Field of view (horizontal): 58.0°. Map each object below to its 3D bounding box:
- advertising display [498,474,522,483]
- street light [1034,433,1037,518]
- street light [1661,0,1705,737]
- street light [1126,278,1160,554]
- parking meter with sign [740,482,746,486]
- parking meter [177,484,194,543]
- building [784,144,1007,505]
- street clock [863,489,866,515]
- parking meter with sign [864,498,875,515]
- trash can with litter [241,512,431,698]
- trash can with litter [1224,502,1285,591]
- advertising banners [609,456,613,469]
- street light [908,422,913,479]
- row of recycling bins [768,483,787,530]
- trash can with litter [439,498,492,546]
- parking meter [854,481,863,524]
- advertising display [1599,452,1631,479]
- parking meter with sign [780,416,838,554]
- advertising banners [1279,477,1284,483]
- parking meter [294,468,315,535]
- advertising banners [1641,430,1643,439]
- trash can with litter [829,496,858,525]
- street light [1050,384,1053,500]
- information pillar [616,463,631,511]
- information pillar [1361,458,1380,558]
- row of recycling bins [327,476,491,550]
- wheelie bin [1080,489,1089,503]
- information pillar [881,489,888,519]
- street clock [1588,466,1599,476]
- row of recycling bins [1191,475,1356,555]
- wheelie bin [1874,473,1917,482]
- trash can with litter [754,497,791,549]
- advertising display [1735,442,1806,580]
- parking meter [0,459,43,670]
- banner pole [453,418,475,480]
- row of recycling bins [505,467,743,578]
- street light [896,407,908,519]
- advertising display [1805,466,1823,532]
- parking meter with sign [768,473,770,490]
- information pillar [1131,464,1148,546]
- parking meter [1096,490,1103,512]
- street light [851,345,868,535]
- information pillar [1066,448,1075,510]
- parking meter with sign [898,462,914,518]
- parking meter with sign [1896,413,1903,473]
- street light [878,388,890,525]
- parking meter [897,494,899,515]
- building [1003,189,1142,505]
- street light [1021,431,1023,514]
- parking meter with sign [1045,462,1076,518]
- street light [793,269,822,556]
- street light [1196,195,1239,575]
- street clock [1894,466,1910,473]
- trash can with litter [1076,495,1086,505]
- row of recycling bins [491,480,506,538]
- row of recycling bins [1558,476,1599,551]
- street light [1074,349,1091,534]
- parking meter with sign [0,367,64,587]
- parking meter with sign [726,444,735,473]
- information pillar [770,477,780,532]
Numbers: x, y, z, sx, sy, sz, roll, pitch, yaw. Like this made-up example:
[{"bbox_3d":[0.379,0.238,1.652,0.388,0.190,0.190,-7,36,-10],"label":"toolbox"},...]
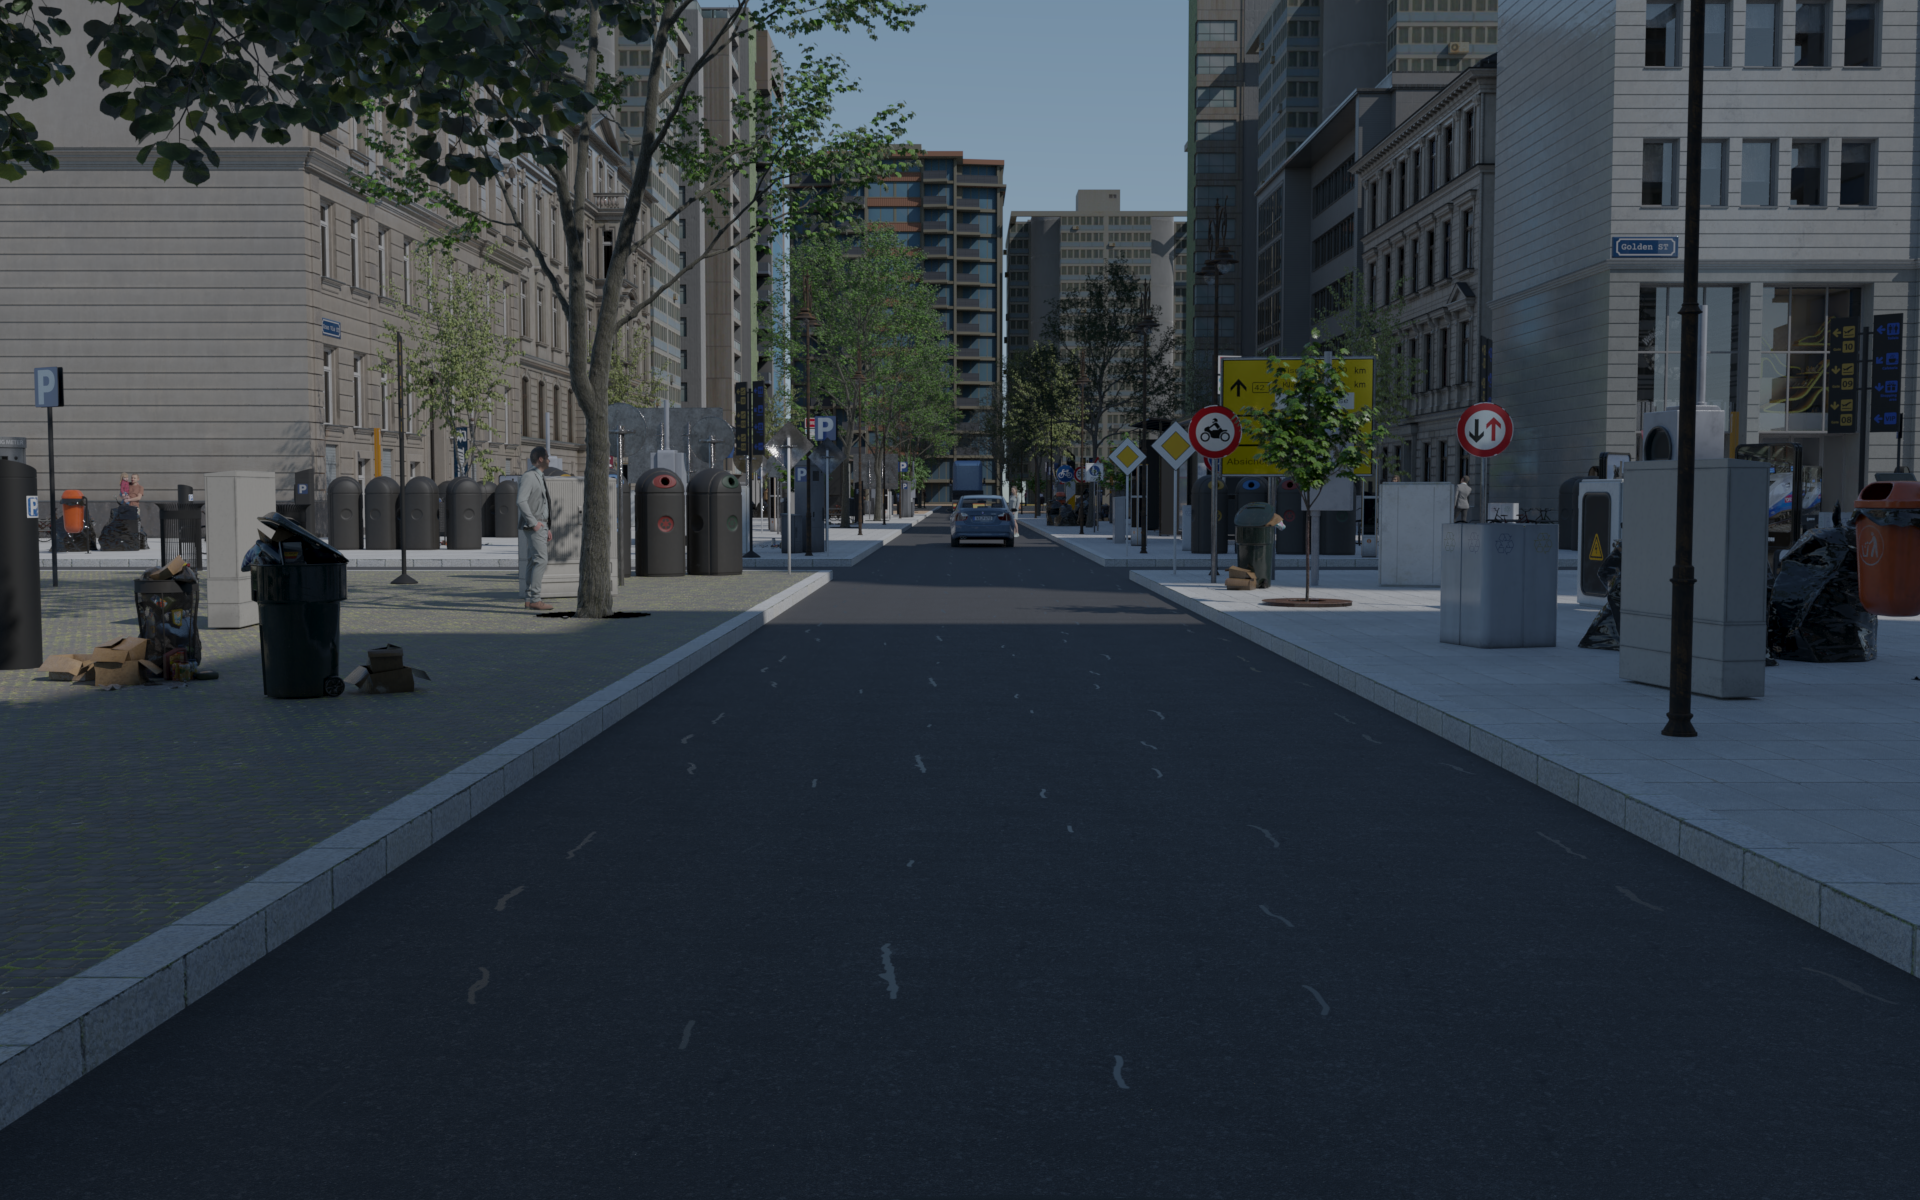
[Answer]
[{"bbox_3d":[-14.814,-3.179,57.184,0.974,1.923,0.123,2,4,27],"label":"advertising display"},{"bbox_3d":[3.990,-7.240,91.155,0.468,5.910,1.993,0,3,0],"label":"street light"},{"bbox_3d":[3.829,-2.217,9.041,0.468,5.910,1.993,0,3,0],"label":"street light"},{"bbox_3d":[3.969,-3.943,37.256,0.468,5.910,1.993,0,3,0],"label":"street light"},{"bbox_3d":[-13.775,-6.832,107.967,1.738,3.016,0.543,-2,4,-34],"label":"parking meter with sign"},{"bbox_3d":[-20.394,-2.276,45.629,0.372,1.533,0.369,0,3,0],"label":"parking meter"},{"bbox_3d":[-8.747,-34.547,219.464,28.867,44.769,22.147,0,3,0],"label":"building"},{"bbox_3d":[-5.865,-6.132,104.826,0.471,2.002,0.358,1,4,20],"label":"street clock"},{"bbox_3d":[-5.259,-6.885,108.827,1.738,3.016,0.543,-3,5,-40],"label":"parking meter with sign"},{"bbox_3d":[-4.017,0.014,11.155,1.055,1.170,0.624,-2,4,-35],"label":"trash can with litter"},{"bbox_3d":[3.962,-0.734,23.384,0.624,1.170,1.055,2,4,25],"label":"trash can with litter"},{"bbox_3d":[-8.348,-2.497,37.019,2.074,3.025,0.090,-1,4,-12],"label":"advertising banners"},{"bbox_3d":[-3.115,-8.289,108.317,0.468,5.910,1.993,0,3,0],"label":"street light"},{"bbox_3d":[-5.978,-3.299,61.045,1.069,1.692,3.534,-1,4,-22],"label":"row of recycling bins"},{"bbox_3d":[-12.677,-1.965,43.184,2.233,1.210,1.678,-2,4,-35],"label":"trash can with litter"},{"bbox_3d":[-4.412,-4.259,75.350,0.399,1.863,0.255,0,4,6],"label":"parking meter"},{"bbox_3d":[10.128,-1.321,26.817,0.123,1.923,0.974,3,5,42],"label":"advertising display"},{"bbox_3d":[-3.333,-2.555,38.032,0.543,3.016,1.738,2,4,24],"label":"parking meter with sign"},{"bbox_3d":[12.226,-3.983,61.311,2.074,3.025,0.090,1,4,10],"label":"advertising banners"},{"bbox_3d":[-14.930,-2.064,39.454,0.399,1.863,0.255,0,4,0],"label":"parking meter"},{"bbox_3d":[19.368,-3.140,47.520,2.074,3.025,0.090,-2,4,-28],"label":"advertising banners"},{"bbox_3d":[-4.970,-3.759,72.511,2.233,1.210,1.678,-3,5,-41],"label":"trash can with litter"},{"bbox_3d":[3.857,-6.141,73.189,0.468,5.910,1.993,0,3,0],"label":"street light"},{"bbox_3d":[-8.003,-2.248,41.253,0.304,2.012,0.304,0,4,-4],"label":"information pillar"},{"bbox_3d":[8.286,-1.864,34.967,0.304,2.012,0.304,1,4,20],"label":"information pillar"},{"bbox_3d":[-12.793,-2.005,39.894,3.534,1.692,1.069,0,4,-1],"label":"row of recycling bins"},{"bbox_3d":[7.291,-5.551,98.667,0.693,1.594,0.980,3,4,36],"label":"wheelie bin"},{"bbox_3d":[-3.948,-5.272,90.689,0.304,2.012,0.304,-2,4,-25],"label":"information pillar"},{"bbox_3d":[16.346,-2.439,44.446,0.358,2.002,0.471,-1,4,-17],"label":"street clock"},{"bbox_3d":[6.678,-1.830,37.041,3.534,1.692,1.069,1,4,18],"label":"row of recycling bins"},{"bbox_3d":[13.894,-1.097,25.845,0.980,1.594,0.693,-1,4,-9],"label":"wheelie bin"},{"bbox_3d":[-4.305,-1.860,41.473,1.678,1.210,2.233,0,4,-2],"label":"trash can with litter"},{"bbox_3d":[10.218,-1.024,21.950,0.123,1.923,0.974,-1,4,-21],"label":"advertising display"},{"bbox_3d":[-6.984,-0.265,12.749,0.372,1.533,0.369,0,3,0],"label":"parking meter"},{"bbox_3d":[-16.223,-4.090,56.896,0.863,3.779,0.401,0,4,-5],"label":"banner pole"},{"bbox_3d":[-5.091,-1.207,26.843,3.534,1.692,1.069,-2,4,-31],"label":"row of recycling bins"},{"bbox_3d":[-3.130,-7.190,90.351,0.468,5.910,1.993,0,3,0],"label":"street light"},{"bbox_3d":[19.353,-2.096,39.475,0.974,1.923,0.123,-3,4,-38],"label":"advertising display"},{"bbox_3d":[-9.429,-5.623,88.198,0.543,3.016,1.738,-2,4,-30],"label":"parking meter with sign"},{"bbox_3d":[4.414,-2.336,42.679,0.304,2.012,0.304,-2,4,-29],"label":"information pillar"},{"bbox_3d":[8.152,-5.680,101.282,0.372,1.533,0.369,0,3,0],"label":"parking meter"},{"bbox_3d":[-3.113,-4.956,53.812,0.468,5.910,1.993,0,3,0],"label":"street light"},{"bbox_3d":[5.634,-5.931,88.331,0.504,3.616,0.183,-1,4,-17],"label":"information pillar"},{"bbox_3d":[-2.917,-6.002,94.390,0.543,3.016,1.738,1,4,12],"label":"parking meter with sign"},{"bbox_3d":[20.954,-2.490,36.968,1.738,3.016,0.543,2,4,25],"label":"parking meter with sign"},{"bbox_3d":[-3.152,-6.064,71.927,0.468,5.910,1.993,0,3,0],"label":"street light"},{"bbox_3d":[-3.761,-6.091,108.005,0.372,1.533,0.369,0,3,0],"label":"parking meter"},{"bbox_3d":[17.772,-32.522,223.617,23.993,40.220,32.217,0,3,0],"label":"building"},{"bbox_3d":[3.913,-8.367,109.586,0.468,5.910,1.993,0,3,0],"label":"street light"},{"bbox_3d":[5.520,-5.975,93.959,1.738,3.016,0.543,0,4,-8],"label":"parking meter with sign"},{"bbox_3d":[-3.136,-3.852,35.776,0.468,5.910,1.993,0,3,0],"label":"street light"},{"bbox_3d":[4.017,-3.328,27.194,0.468,5.910,1.993,0,3,0],"label":"street light"},{"bbox_3d":[24.501,-2.479,45.099,0.471,2.002,0.358,-3,5,-39],"label":"street clock"},{"bbox_3d":[6.503,-4.667,87.361,2.233,1.210,1.678,0,4,-1],"label":"trash can with litter"},{"bbox_3d":[-14.406,-2.730,51.751,3.534,1.692,1.069,3,4,36],"label":"row of recycling bins"},{"bbox_3d":[14.315,-1.929,38.646,1.069,1.692,3.534,0,4,-3],"label":"row of recycling bins"},{"bbox_3d":[3.894,-5.042,55.223,0.468,5.910,1.993,0,3,0],"label":"street light"},{"bbox_3d":[-12.944,-1.646,23.172,0.543,3.016,1.738,2,4,31],"label":"parking meter with sign"},{"bbox_3d":[-7.816,-3.685,56.511,0.543,3.016,1.738,0,4,7],"label":"parking meter with sign"},{"bbox_3d":[-6.257,-3.324,58.837,0.304,2.012,0.304,-3,5,-41],"label":"information pillar"}]
